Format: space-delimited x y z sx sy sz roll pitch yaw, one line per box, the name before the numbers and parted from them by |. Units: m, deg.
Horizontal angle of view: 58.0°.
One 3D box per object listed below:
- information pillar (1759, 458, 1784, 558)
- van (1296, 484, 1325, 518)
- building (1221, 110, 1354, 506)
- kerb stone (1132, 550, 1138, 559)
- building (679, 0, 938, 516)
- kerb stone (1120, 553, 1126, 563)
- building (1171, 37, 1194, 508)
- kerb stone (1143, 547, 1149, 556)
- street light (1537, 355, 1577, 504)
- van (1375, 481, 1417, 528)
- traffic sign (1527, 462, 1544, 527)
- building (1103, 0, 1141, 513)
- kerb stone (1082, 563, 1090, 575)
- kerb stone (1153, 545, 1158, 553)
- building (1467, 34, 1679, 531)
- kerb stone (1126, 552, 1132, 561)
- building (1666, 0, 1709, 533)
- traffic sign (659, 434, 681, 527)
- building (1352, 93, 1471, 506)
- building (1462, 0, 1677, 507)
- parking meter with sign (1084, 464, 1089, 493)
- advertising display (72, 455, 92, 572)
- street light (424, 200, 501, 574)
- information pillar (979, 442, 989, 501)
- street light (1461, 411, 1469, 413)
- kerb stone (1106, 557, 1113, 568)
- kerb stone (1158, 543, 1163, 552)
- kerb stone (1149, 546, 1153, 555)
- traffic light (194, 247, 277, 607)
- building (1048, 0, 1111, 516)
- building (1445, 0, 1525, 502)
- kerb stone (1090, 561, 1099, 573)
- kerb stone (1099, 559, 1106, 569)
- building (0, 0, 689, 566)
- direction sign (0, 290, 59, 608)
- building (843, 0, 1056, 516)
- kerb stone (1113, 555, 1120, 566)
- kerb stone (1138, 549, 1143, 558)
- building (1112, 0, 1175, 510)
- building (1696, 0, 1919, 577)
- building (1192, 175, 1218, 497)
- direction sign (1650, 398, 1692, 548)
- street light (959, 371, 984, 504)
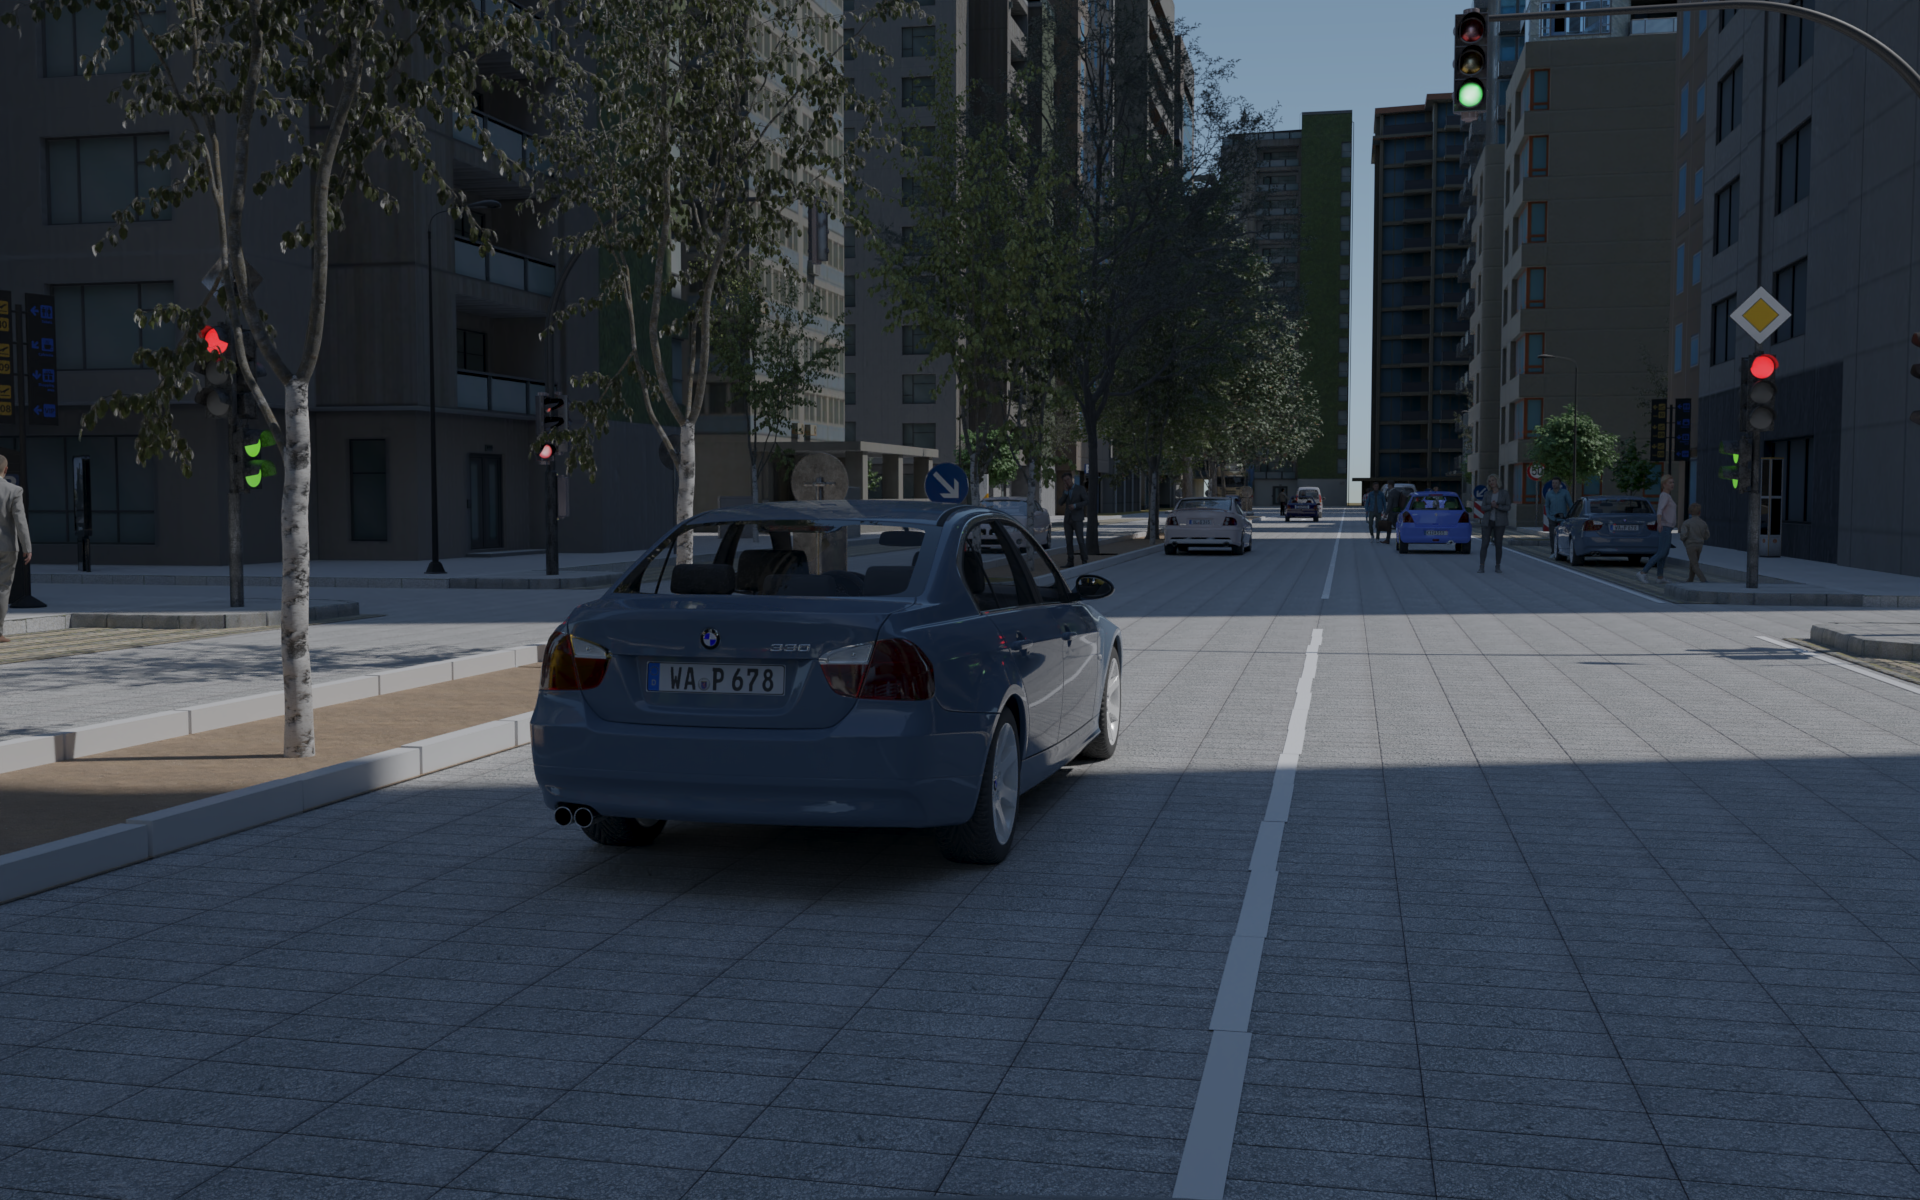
information pillar | 16.390 -1.865 34.992 0.304 2.012 0.304 -1 4 -11
van | 21.086 -5.983 104.837 2.013 2.044 4.112 1 4 11
building | 35.519 -30.914 189.042 14.086 41.232 14.154 1 4 13
kerb stone | 3.718 -0.958 37.858 0.120 0.150 1.000 1 4 13
building | -17.760 -22.781 64.350 32.217 40.220 23.993 1 4 13
kerb stone | 3.271 -0.835 35.846 0.120 0.150 1.000 1 4 13
building | 14.922 -31.715 168.645 14.200 45.320 14.600 1 4 13
kerb stone | 4.169 -1.080 39.852 0.120 0.150 1.000 1 4 13
street light | 19.931 -5.212 57.756 1.470 5.913 1.316 1 4 13
van | 18.019 -3.938 71.406 2.013 2.044 4.112 1 4 11
traffic sign | 22.231 -4.076 66.749 0.768 2.556 0.104 1 4 21
building | 2.742 -42.106 126.686 20.563 71.187 20.611 1 4 13
kerb stone | 2.145 -0.529 30.848 0.120 0.150 1.000 1 4 13
kerb stone | 4.612 -1.199 41.848 0.120 0.150 1.000 1 4 13
building | 38.228 -14.224 77.601 27.650 21.520 28.899 1 4 13
kerb stone | 3.487 -0.896 36.851 0.120 0.150 1.000 1 4 13
building | 28.619 -24.326 47.837 14.600 45.320 14.200 1 4 13
traffic sign | -6.079 -2.251 36.917 0.768 2.556 0.104 1 4 16
building | 57.607 -32.621 187.973 28.867 44.769 22.147 1 4 13
building | 48.080 -49.373 119.912 22.319 86.520 31.000 1 4 13
parking meter with sign | 7.521 -6.307 99.375 0.543 3.016 1.738 0 4 -4
advertising display | -14.554 -1.438 28.731 0.123 1.923 0.974 -3 4 -36
street light | -7.936 -3.370 27.648 1.470 5.913 1.316 1 4 13
information pillar | 0.988 -4.962 72.484 0.183 3.616 0.504 -3 5 -44
street light | 28.621 -7.584 96.540 1.470 5.913 1.316 1 4 13
kerb stone | 2.823 -0.710 33.843 0.120 0.150 1.000 1 4 13
kerb stone | 4.838 -1.263 42.852 0.120 0.150 1.000 1 4 13
kerb stone | 4.386 -1.136 40.852 0.120 0.150 1.000 1 4 13
traffic light | -8.198 -1.874 19.557 0.839 4.253 0.868 1 4 13
building | 1.677 -28.083 109.275 14.600 45.320 14.200 1 4 13
building | 55.544 -32.520 151.314 23.786 49.044 30.456 1 4 13
kerb stone | 2.372 -0.590 31.845 0.120 0.150 1.000 1 4 13
kerb stone | 2.592 -0.651 32.844 0.120 0.150 1.000 1 4 13
building | -14.939 -21.556 36.034 14.154 41.232 14.086 1 4 13
direction sign | -10.541 -1.681 19.486 0.379 3.537 0.876 2 4 26
building | -2.751 -19.840 96.081 14.160 30.474 14.107 1 4 13
kerb stone | 3.045 -0.773 34.841 0.120 0.150 1.000 1 4 13
kerb stone | 3.935 -1.019 38.857 0.120 0.150 1.000 1 4 13
building | 6.566 -32.105 148.619 21.300 48.544 21.600 1 4 13
building | 26.617 -36.208 30.257 20.611 71.187 20.563 1 4 13
building | 18.858 -31.187 201.786 23.993 40.220 32.217 1 4 13
direction sign | 16.860 -3.006 41.149 0.876 3.537 0.379 2 4 28
street light | 0.524 -5.673 65.287 1.470 5.913 1.316 1 4 13
